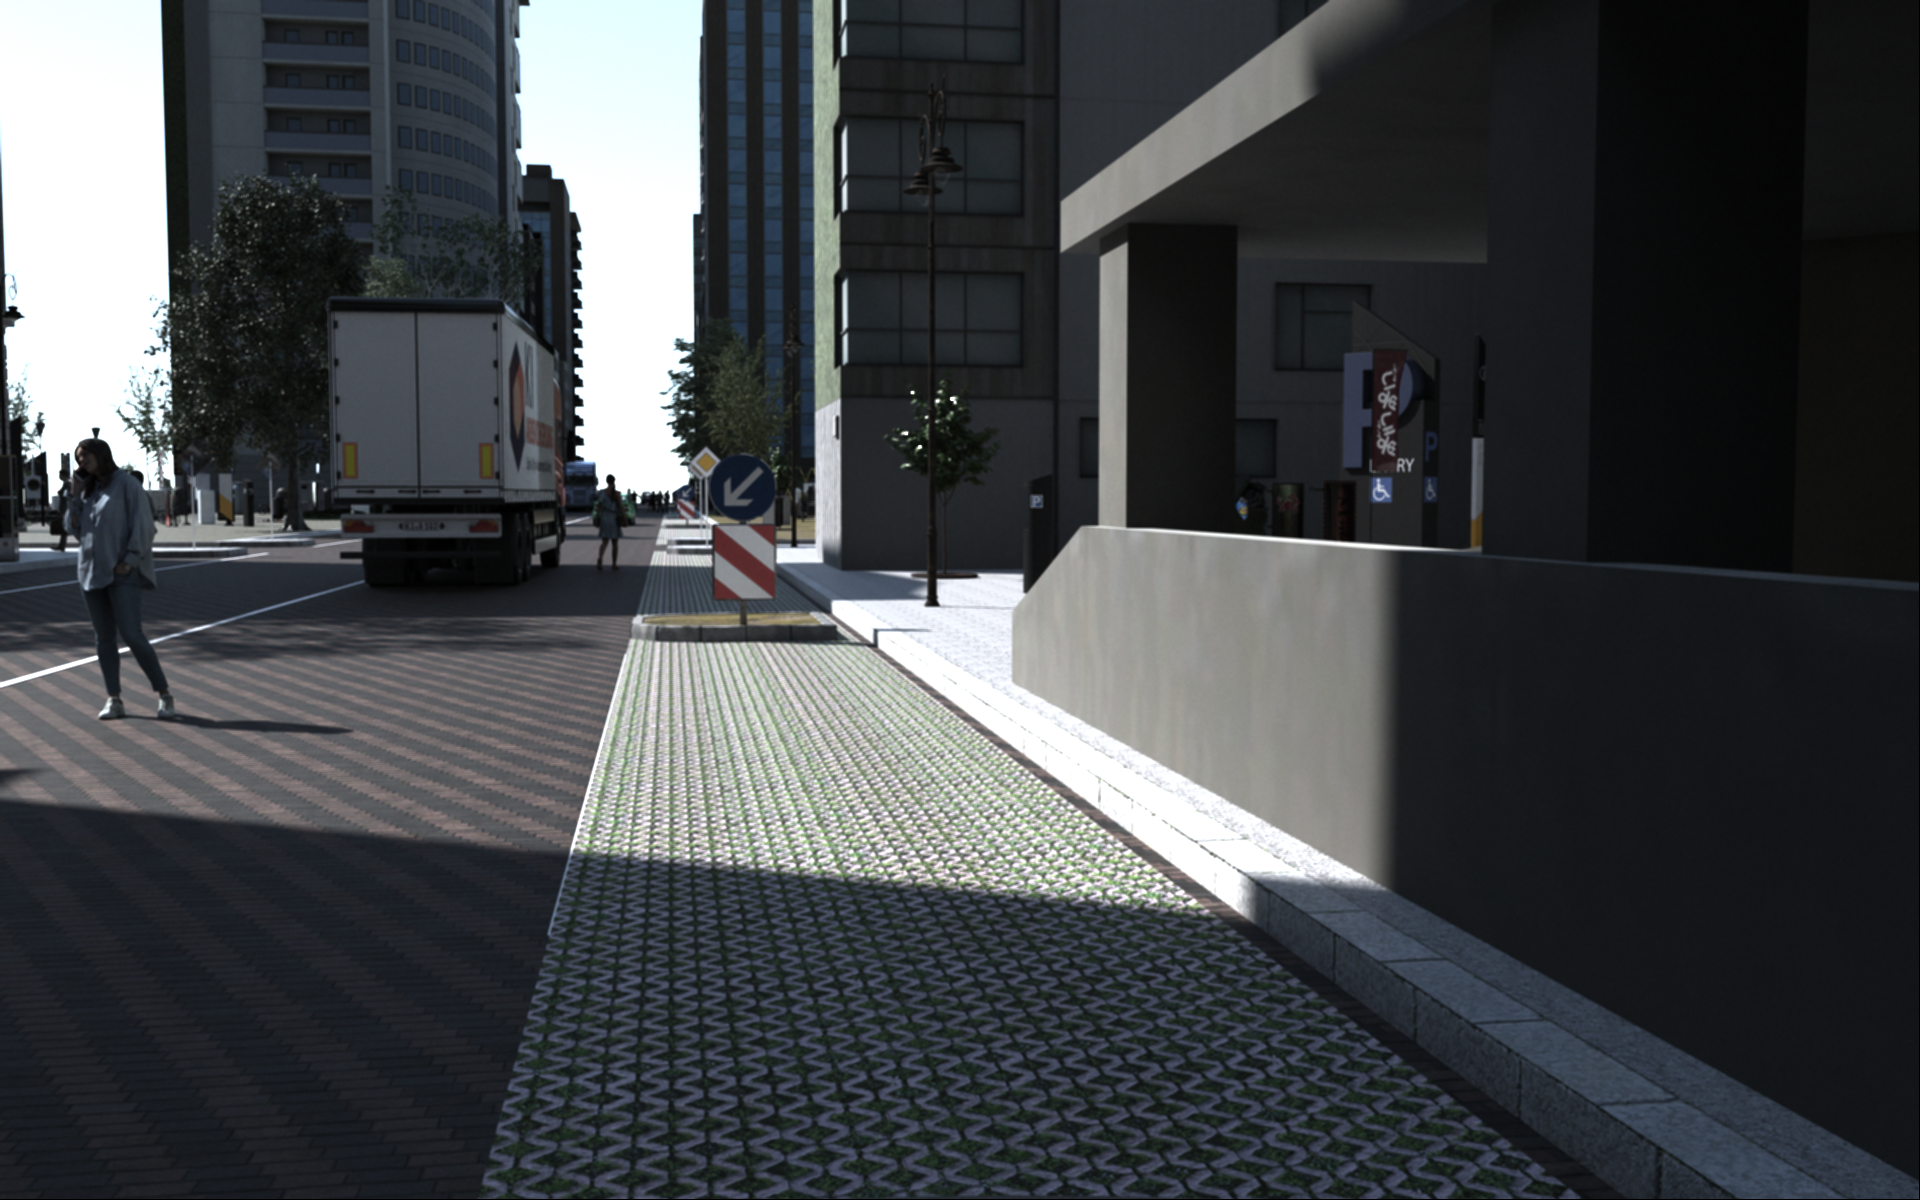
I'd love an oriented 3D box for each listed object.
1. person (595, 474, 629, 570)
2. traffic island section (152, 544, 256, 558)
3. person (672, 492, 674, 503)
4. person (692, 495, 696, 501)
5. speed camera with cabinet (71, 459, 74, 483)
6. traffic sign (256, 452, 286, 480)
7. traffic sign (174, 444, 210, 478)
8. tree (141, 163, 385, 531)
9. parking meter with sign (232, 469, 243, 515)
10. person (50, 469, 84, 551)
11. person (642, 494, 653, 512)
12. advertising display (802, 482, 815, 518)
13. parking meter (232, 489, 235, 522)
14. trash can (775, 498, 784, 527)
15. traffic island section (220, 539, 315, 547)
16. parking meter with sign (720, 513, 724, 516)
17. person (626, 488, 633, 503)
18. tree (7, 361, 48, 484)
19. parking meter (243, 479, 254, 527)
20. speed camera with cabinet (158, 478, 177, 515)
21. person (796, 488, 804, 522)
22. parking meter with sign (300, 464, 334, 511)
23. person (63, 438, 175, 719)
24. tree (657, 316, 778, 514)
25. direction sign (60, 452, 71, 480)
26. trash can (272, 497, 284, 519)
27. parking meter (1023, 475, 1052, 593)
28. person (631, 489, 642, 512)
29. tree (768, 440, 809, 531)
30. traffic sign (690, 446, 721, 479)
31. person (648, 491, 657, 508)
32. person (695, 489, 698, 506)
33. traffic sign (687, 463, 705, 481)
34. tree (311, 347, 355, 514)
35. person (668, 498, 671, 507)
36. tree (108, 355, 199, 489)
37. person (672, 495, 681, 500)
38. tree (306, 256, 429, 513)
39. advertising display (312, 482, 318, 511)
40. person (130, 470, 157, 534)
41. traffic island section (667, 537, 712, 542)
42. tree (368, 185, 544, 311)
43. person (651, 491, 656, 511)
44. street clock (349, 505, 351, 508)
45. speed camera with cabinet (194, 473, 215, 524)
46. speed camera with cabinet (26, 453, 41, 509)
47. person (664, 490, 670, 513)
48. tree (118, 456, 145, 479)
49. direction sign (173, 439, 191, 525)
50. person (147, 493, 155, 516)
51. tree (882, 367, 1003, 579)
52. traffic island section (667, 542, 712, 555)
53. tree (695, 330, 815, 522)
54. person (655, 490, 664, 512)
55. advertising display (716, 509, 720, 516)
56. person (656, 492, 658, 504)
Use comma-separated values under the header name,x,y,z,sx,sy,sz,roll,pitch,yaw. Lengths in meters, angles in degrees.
name,x,y,z,sx,sy,sz,roll,pitch,yaw
person,-6.554,-1.465,32.553,0.616,1.811,0.778,1,4,12
traffic island section,-17.778,-1.091,40.124,2.009,0.180,2.903,-1,4,-9
person,-43.107,-15.373,260.574,0.721,1.735,1.217,0,4,7
person,-28.156,-10.744,183.176,0.415,1.643,0.593,1,4,11
speed camera with cabinet,-49.903,-6.331,97.855,0.660,3.252,2.038,-2,4,-24
traffic sign,-19.076,-2.798,47.936,0.795,2.593,0.064,-1,4,-9
traffic sign,-17.756,-2.316,40.060,0.795,2.593,0.064,-1,4,-9
tree,-23.473,-8.777,60.517,9.611,12.733,9.660,0,3,0
parking meter with sign,-44.215,-6.722,106.165,0.543,3.016,1.738,1,4,11
person,-19.934,-2.002,38.744,0.822,1.834,0.622,-2,4,-34
person,-25.293,-7.869,140.340,0.799,1.438,0.628,-3,5,-41
advertising display,-7.962,-5.339,92.507,0.974,1.923,0.123,-2,4,-25
parking meter,-33.488,-4.346,79.467,0.372,1.533,0.369,0,3,0
trash can,-7.224,-3.430,67.728,0.748,1.137,0.748,0,3,0
traffic island section,-19.098,-1.573,47.999,2.009,0.180,2.903,-1,4,-9
parking meter with sign,-13.366,-6.329,99.734,0.543,3.016,1.738,-2,4,-29
person,-19.550,-5.740,102.524,0.526,1.800,0.537,-2,4,-31
tree,-49.303,-8.538,89.952,4.737,8.622,4.395,0,3,0
parking meter,-28.077,-3.831,68.342,0.399,1.863,0.255,3,4,36
speed camera with cabinet,-44.807,-6.335,97.912,0.660,3.252,2.038,-2,4,-35
person,-7.341,-4.432,78.729,0.641,1.798,0.478,3,5,43
parking meter with sign,-35.557,-6.087,95.788,1.738,3.016,0.543,-1,4,-19
person,-5.383,-0.143,11.106,0.793,1.790,0.793,-1,4,-14
tree,-15.453,-11.764,110.463,7.486,12.596,7.792,0,3,0
direction sign,-48.572,-6.246,94.123,0.876,3.537,0.379,2,4,31
trash can,-34.711,-4.672,88.034,0.748,1.137,0.748,0,3,0
parking meter,1.008,-0.857,22.416,0.372,1.533,0.369,0,3,0
person,-26.759,-8.181,142.278,1.348,1.821,0.705,0,4,3
tree,-6.429,-4.074,61.204,1.663,3.219,1.824,0,3,0
traffic sign,-6.120,-2.434,41.983,0.795,2.593,0.064,-1,4,-9
person,-27.564,-8.949,155.549,1.217,1.736,0.721,-1,4,-10
person,-28.722,-11.192,189.033,0.705,1.824,1.348,0,4,8
traffic sign,-7.440,-2.916,49.859,0.795,2.593,0.064,-1,4,-9
tree,-26.151,-7.617,74.908,4.360,8.622,3.978,0,3,0
person,-31.588,-10.908,187.562,0.721,1.743,1.217,1,4,9
tree,-43.179,-8.703,92.660,4.737,8.622,4.395,0,3,0
person,-21.755,-7.709,134.480,1.348,1.831,0.705,-3,5,-40
tree,-27.339,-10.057,82.559,7.486,12.596,7.792,0,3,0
advertising display,-34.220,-5.304,91.939,0.123,1.923,0.974,-2,4,-29
person,-13.433,-1.214,28.359,0.555,1.821,0.388,0,4,-6
traffic island section,-7.418,-1.692,49.945,2.009,0.180,2.903,-1,4,-9
tree,-32.605,-15.400,107.678,12.611,20.169,13.585,0,3,0
person,-26.466,-8.567,149.278,0.721,1.735,1.217,-3,4,-37
street clock,-42.271,-7.065,120.090,0.358,2.002,0.471,-1,4,-9
speed camera with cabinet,-32.431,-4.894,74.359,0.660,3.252,2.038,-2,4,-30
speed camera with cabinet,-45.611,-5.473,83.825,2.038,3.252,0.660,-2,4,-29
person,-21.776,-7.332,128.823,0.683,1.767,0.568,2,4,24
tree,-42.052,-5.676,87.406,1.663,3.219,1.824,0,3,0
direction sign,-32.033,-4.869,71.605,0.876,3.537,0.379,-2,4,-33
person,-16.464,-1.590,34.479,0.794,1.824,0.713,-3,4,-37
tree,-0.112,-1.954,26.548,1.663,3.219,1.824,0,3,0
traffic island section,-6.098,-1.210,42.069,2.009,0.180,2.903,-1,4,-9
tree,-9.398,-7.842,78.578,4.737,8.622,4.395,0,3,0
person,-23.598,-7.774,136.152,0.990,1.755,0.434,2,4,32
advertising display,-14.160,-5.921,102.025,0.123,1.923,0.974,1,4,14
person,-45.361,-15.318,259.859,0.541,1.710,0.530,2,4,32
